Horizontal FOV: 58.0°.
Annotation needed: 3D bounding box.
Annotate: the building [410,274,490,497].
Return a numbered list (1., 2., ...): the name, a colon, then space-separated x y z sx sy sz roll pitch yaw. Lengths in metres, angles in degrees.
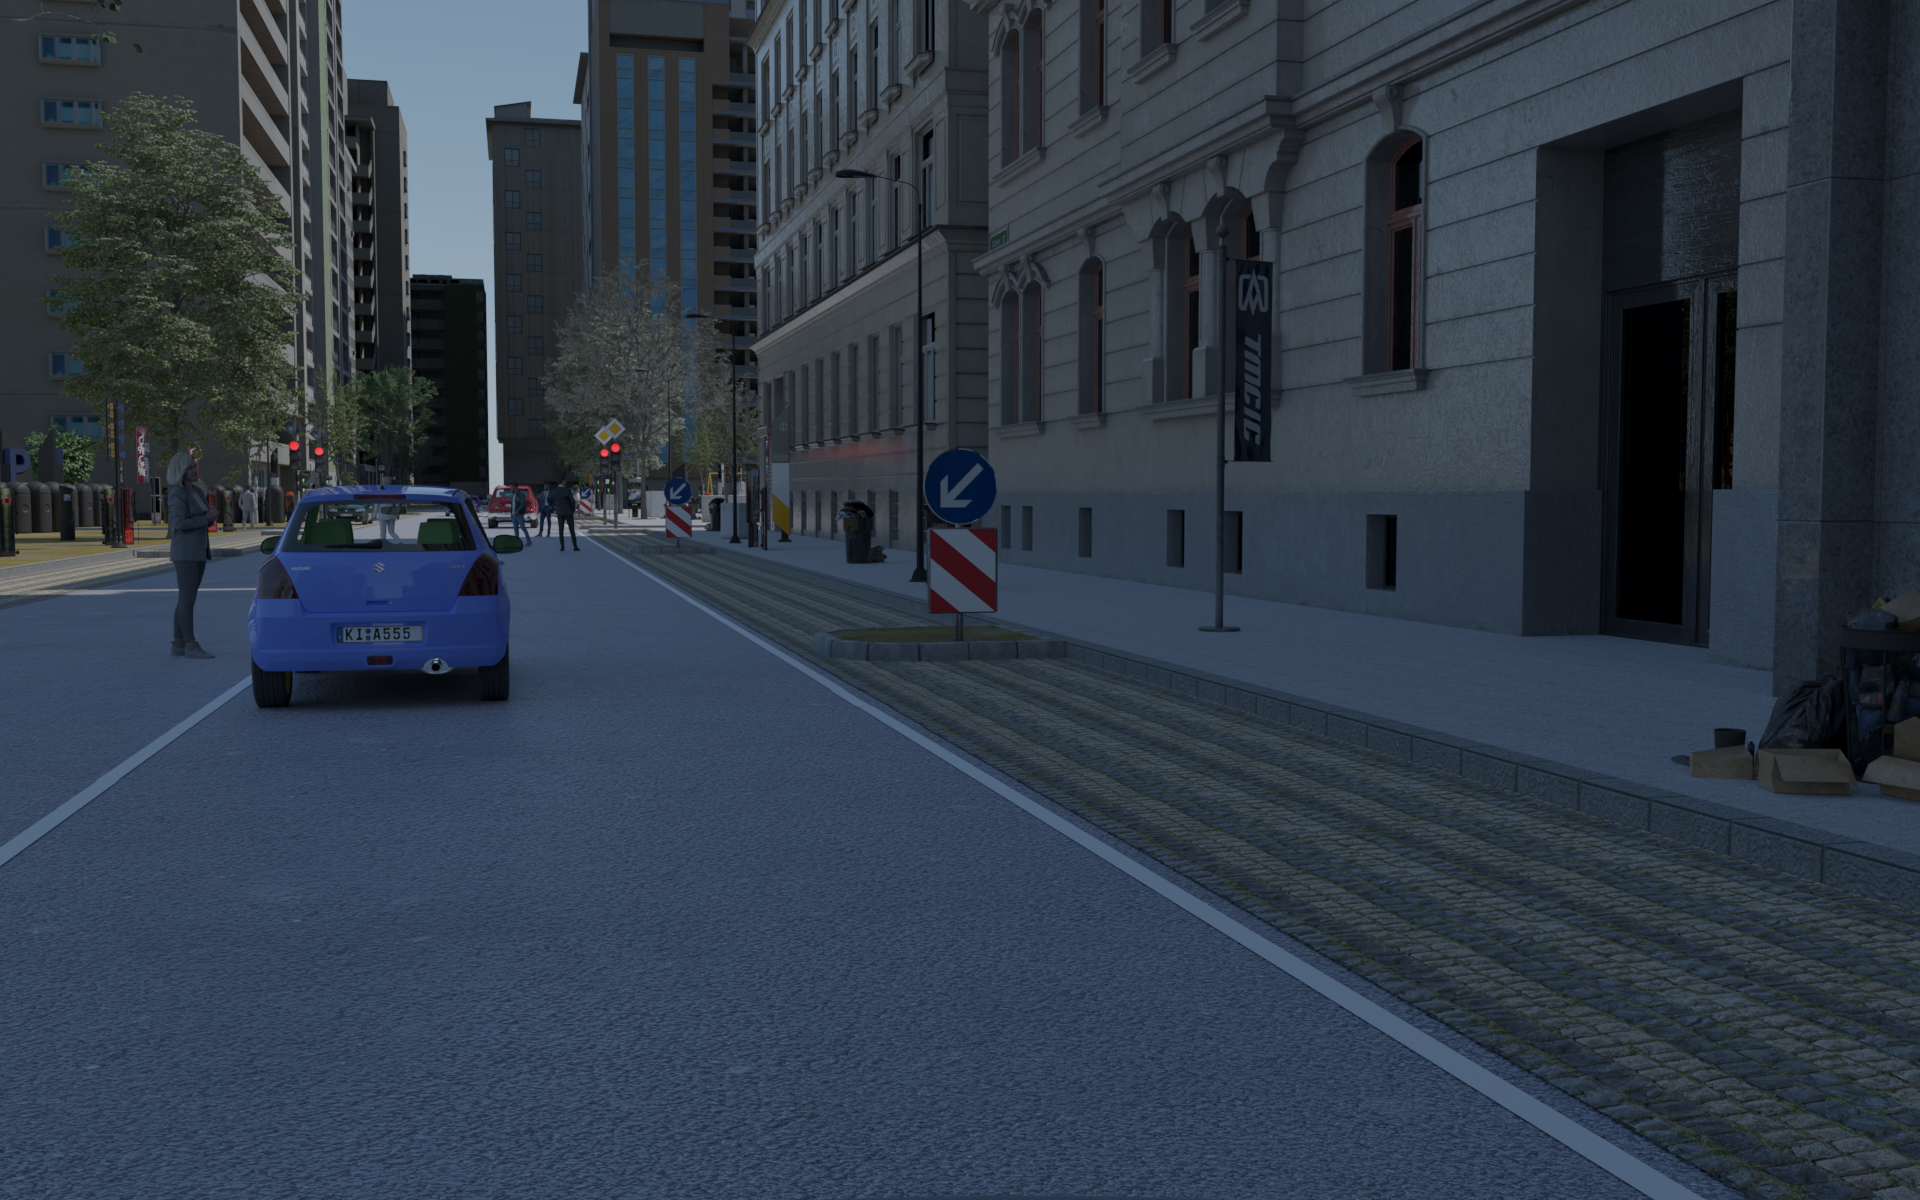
1. building: -70.227 -28.090 230.977 14.107 30.474 14.160 -1 4 -14

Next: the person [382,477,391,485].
1. person: -13.453 -1.984 40.813 0.818 1.842 0.514 2 4 30

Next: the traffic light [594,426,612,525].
1. traffic light: -14.739 -5.064 71.715 0.839 4.253 0.868 -1 4 -14

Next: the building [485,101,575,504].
1. building: -51.570 -39.954 242.485 27.495 52.752 28.713 -1 4 -14

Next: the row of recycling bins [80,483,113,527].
1. row of recycling bins: -34.067 -3.694 67.517 1.069 1.692 3.534 0 4 2

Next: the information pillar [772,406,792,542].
1. information pillar: -4.766 -3.357 46.247 0.504 3.616 0.183 0 4 8

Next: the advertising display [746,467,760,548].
1. advertising display: -4.997 -2.239 41.821 0.123 1.923 0.974 0 4 6

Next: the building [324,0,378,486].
1. building: -61.209 -43.354 147.094 20.563 71.187 20.611 -1 4 -14

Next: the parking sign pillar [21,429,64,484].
1. parking sign pillar: -37.843 -5.115 72.107 1.447 3.967 1.447 3 4 37

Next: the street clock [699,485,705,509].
1. street clock: -21.419 -8.523 143.928 0.358 2.002 0.471 2 4 32

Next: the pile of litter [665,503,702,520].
1. pile of litter: -13.534 -4.421 86.242 1.719 0.858 1.176 3 4 36

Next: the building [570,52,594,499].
1. building: -30.776 -37.773 206.825 28.713 52.752 27.495 -1 4 -14

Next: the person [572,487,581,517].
1. person: -21.974 -5.534 99.075 0.850 1.850 0.679 2 4 27

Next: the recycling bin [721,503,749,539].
1. recycling bin: -6.339 -2.256 49.439 0.722 1.027 0.722 3 4 37

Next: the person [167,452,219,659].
1. person: -6.740 -0.405 15.300 0.526 1.800 0.537 1 4 9

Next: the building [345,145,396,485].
1. building: -72.610 -29.182 169.001 32.217 40.220 23.993 -1 4 -14

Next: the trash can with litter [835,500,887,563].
1. trash can with litter: -1.818 -1.276 32.251 0.624 1.170 1.055 2 4 26

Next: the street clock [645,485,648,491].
1. street clock: -25.980 -8.470 143.047 0.358 2.002 0.471 2 4 31

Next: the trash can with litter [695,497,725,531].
1. trash can with litter: -8.531 -2.959 59.768 0.624 1.170 1.055 -2 4 -34

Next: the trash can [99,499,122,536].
1. trash can: -25.642 -2.493 52.419 0.748 1.137 0.748 0 3 0

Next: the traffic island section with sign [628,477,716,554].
1. traffic island section with sign: -6.984 -2.030 41.821 1.989 1.847 2.006 -1 4 -14

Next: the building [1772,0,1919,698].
1. building: 13.431 -11.258 2.095 12.078 24.808 19.932 -1 4 -14

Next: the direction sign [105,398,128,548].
1. direction sign: -20.057 -3.010 41.205 0.379 3.537 0.876 0 4 -1

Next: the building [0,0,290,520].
1. building: -48.262 -28.655 92.206 21.300 48.544 21.600 -1 4 -14

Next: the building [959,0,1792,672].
1. building: 9.207 -14.440 23.481 14.401 28.519 23.554 -1 4 -14

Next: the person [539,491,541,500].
1. person: -43.636 -10.425 179.744 0.721 1.735 1.217 0 4 5

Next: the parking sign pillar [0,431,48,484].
1. parking sign pillar: -40.437 -5.247 74.259 1.447 3.967 1.447 1 4 17

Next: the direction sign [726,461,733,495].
1. direction sign: -15.460 -7.635 116.832 0.876 3.537 0.379 2 4 33

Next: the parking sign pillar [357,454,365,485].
1. parking sign pillar: -40.637 -7.890 117.470 1.447 3.967 1.447 -1 4 -22

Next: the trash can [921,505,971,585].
1. trash can: -0.149 -0.715 23.339 0.748 1.137 0.748 0 3 0

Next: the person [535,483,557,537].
1. person: -13.934 -3.034 58.292 0.721 1.800 0.419 1 4 9

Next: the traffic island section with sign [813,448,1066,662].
1. traffic island section with sign: -0.283 -0.433 15.709 1.989 1.847 2.006 -1 4 -14

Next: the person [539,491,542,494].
1. person: -46.205 -11.163 191.035 1.348 1.821 0.705 0 4 -8

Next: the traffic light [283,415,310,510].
1. traffic light: -23.461 -4.422 61.221 0.839 4.253 0.868 -1 4 -14

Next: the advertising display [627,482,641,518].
1. advertising display: -17.745 -5.464 94.556 0.974 1.923 0.123 2 4 30

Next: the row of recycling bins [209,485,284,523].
1. row of recycling bins: -31.572 -4.246 76.540 3.534 1.692 1.069 0 4 8

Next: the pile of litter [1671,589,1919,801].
1. pile of litter: 4.000 0.392 7.556 1.176 0.858 1.719 -2 4 -24

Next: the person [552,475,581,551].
1. person: -9.950 -2.192 43.695 0.648 1.900 0.474 0 4 5

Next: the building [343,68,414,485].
1. building: -74.581 -35.148 198.375 21.600 48.544 21.300 -1 4 -14

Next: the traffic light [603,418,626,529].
1. traffic light: -12.751 -4.591 63.981 0.839 4.253 0.868 -1 4 -14

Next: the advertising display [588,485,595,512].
1. advertising display: -26.011 -7.157 122.230 0.123 1.923 0.974 -2 4 -33

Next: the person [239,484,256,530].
1. person: -26.173 -3.355 63.632 0.678 1.792 0.850 0 4 -7

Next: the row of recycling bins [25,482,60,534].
1. row of recycling bins: -30.606 -3.033 56.710 1.069 1.692 3.534 1 4 10

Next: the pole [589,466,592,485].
1. pole: -27.264 -8.190 127.746 0.158 3.312 0.155 0 3 0

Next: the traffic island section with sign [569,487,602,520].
1. traffic island section with sign: -20.872 -5.334 95.838 1.989 1.847 2.006 -1 4 -14

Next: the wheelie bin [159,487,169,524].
1. wheelie bin: -34.103 -4.100 74.943 0.980 1.594 0.693 -2 4 -28

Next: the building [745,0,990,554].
1. building: 3.236 -13.270 50.248 16.112 22.955 30.059 -1 4 -14

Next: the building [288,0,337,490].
1. building: -51.129 -26.589 118.325 14.154 41.232 14.086 -1 4 -14

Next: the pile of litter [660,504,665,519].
1. pile of litter: -14.981 -4.658 90.122 1.176 0.858 1.719 -2 4 -28

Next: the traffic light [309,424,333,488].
1. traffic light: -25.450 -4.895 68.956 0.839 4.253 0.868 -1 4 -14

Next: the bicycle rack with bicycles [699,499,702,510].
1. bicycle rack with bicycles: -20.658 -7.809 141.063 2.852 0.926 2.925 0 4 -3

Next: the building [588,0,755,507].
1. building: -27.167 -38.869 177.509 21.231 58.520 28.212 -1 4 -14

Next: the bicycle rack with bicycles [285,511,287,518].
1. bicycle rack with bicycles: -33.960 -4.313 83.893 2.925 0.926 2.852 0 4 8

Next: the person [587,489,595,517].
1. person: -20.925 -5.427 98.231 0.512 1.701 0.522 1 4 12

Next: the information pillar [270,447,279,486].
1. information pillar: -34.418 -5.852 87.035 0.504 3.616 0.183 2 4 30

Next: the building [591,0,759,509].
1. building: -25.536 -30.916 155.594 14.600 45.320 14.200 -1 4 -14

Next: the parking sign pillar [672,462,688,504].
1. parking sign pillar: -23.416 -9.569 144.927 1.447 3.967 1.447 2 4 24

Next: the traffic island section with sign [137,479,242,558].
1. traffic island section with sign: -17.605 -1.899 39.673 1.989 1.847 2.006 -1 4 -14

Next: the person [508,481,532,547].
1. person: -12.054 -2.348 47.236 0.623 1.781 0.721 2 4 32

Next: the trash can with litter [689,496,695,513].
1. trash can with litter: -17.108 -6.215 113.001 1.055 1.170 0.624 -3 5 -39
